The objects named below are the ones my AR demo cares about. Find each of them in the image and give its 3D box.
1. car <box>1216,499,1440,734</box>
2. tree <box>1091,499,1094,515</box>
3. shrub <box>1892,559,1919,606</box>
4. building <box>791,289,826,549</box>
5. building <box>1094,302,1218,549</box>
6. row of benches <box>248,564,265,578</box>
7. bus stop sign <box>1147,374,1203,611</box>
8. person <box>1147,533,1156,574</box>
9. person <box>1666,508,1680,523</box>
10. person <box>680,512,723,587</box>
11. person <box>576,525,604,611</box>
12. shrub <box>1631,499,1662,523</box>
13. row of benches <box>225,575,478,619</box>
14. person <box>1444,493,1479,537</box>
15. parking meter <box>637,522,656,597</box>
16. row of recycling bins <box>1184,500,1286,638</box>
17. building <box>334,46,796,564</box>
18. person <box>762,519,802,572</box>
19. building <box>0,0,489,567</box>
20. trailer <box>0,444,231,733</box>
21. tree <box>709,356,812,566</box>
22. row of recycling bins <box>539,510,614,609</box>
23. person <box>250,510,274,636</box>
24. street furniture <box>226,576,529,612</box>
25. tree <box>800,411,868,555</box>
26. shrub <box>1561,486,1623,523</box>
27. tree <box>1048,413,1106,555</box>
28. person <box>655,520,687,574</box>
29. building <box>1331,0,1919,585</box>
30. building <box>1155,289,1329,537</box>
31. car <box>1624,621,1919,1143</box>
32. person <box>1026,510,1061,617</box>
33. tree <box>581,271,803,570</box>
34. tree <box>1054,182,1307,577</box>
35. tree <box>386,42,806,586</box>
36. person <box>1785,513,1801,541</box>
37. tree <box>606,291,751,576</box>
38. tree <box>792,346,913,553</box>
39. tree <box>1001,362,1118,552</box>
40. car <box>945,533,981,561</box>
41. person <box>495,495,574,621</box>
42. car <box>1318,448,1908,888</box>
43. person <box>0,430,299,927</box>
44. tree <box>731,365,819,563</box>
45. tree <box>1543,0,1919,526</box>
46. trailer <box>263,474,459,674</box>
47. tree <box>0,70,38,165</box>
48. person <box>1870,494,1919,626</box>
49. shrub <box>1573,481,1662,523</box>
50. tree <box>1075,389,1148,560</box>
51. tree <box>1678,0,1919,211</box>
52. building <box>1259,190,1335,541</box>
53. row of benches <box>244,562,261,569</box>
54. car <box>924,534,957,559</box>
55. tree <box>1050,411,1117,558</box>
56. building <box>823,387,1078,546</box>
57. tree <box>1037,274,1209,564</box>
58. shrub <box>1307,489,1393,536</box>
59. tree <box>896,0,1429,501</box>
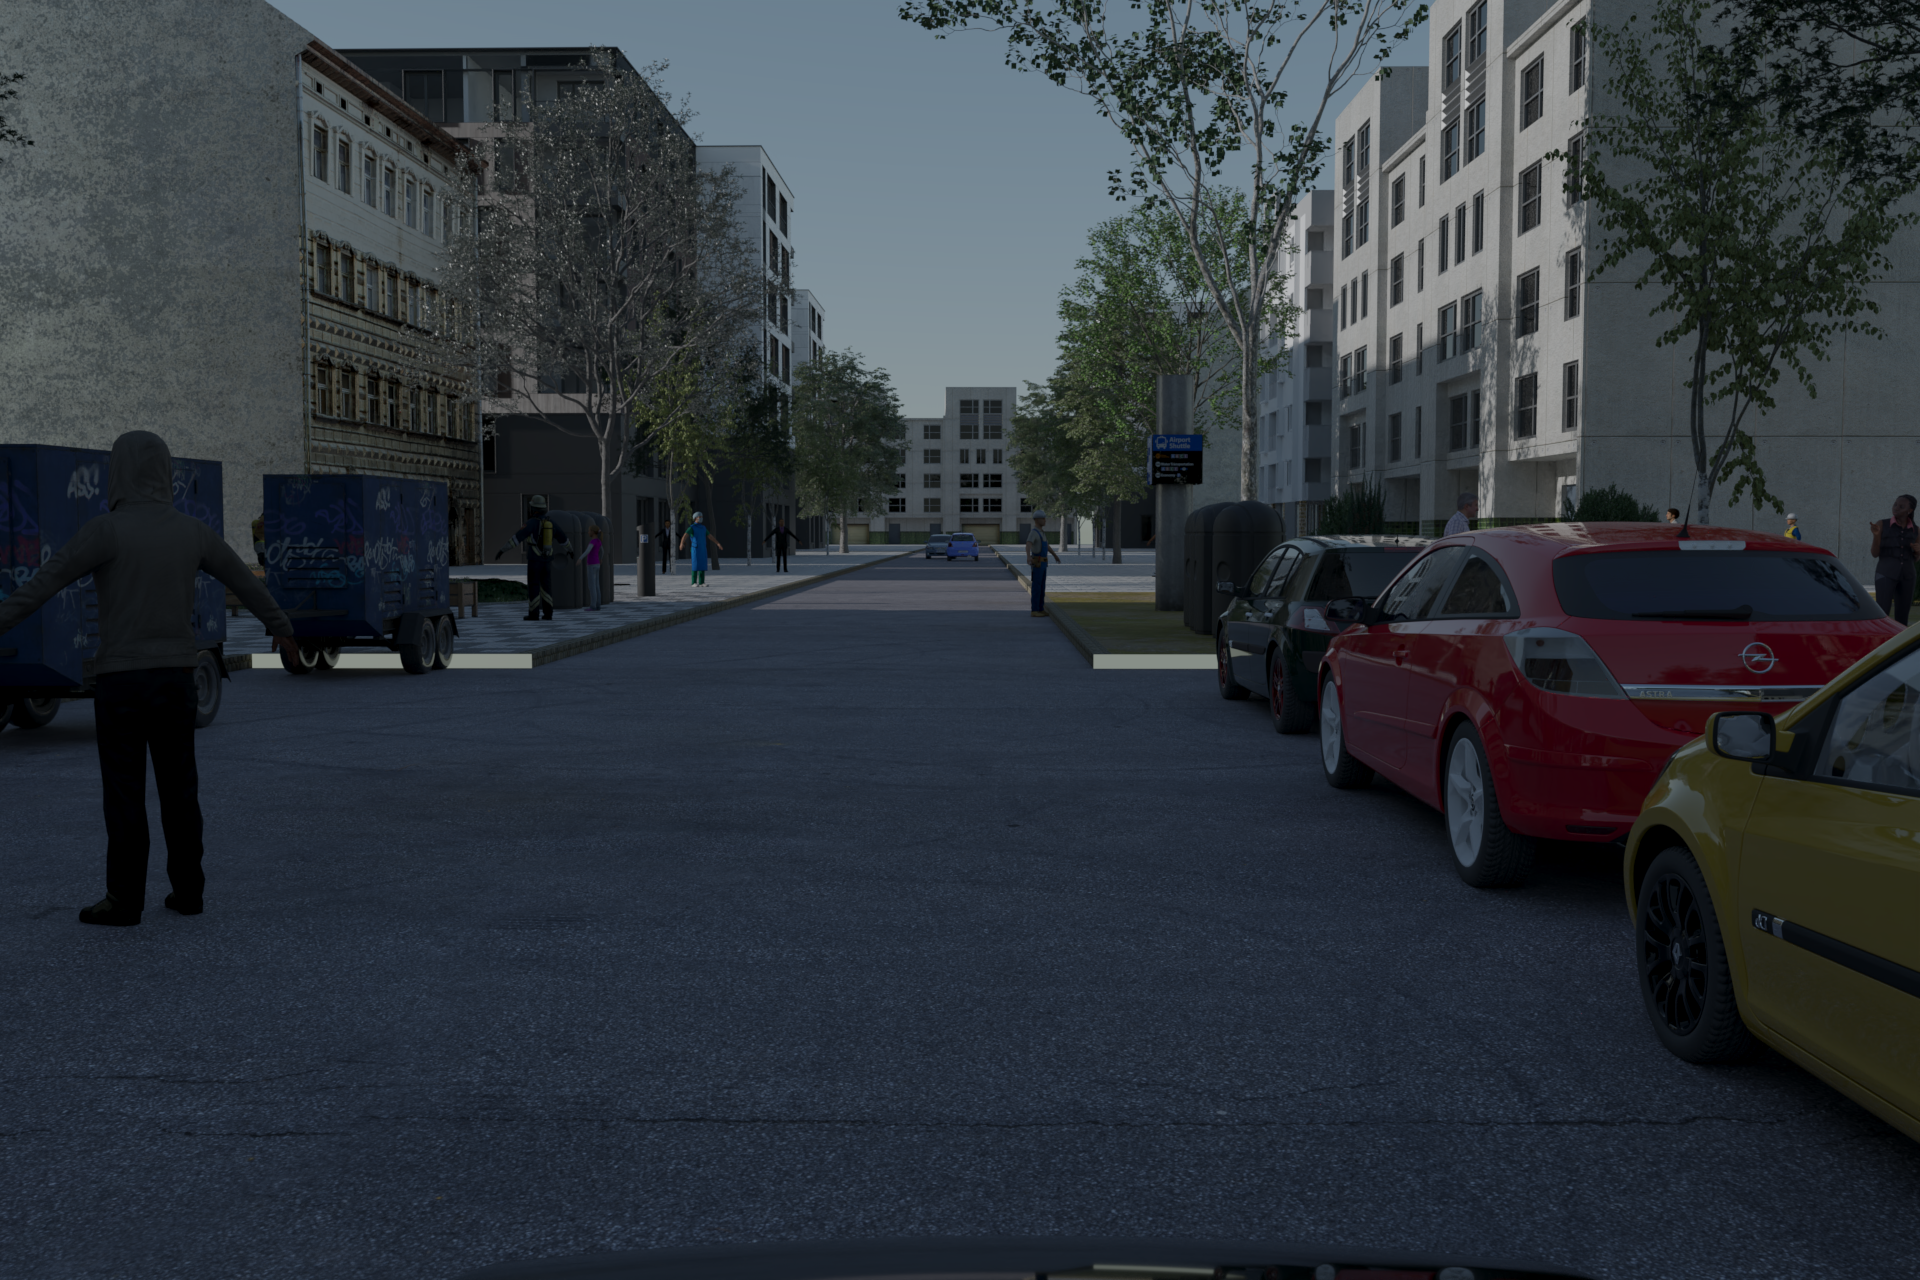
[{"bbox_3d":[3.120,-0.245,13.799,2.009,1.686,4.222,0,4,0],"label":"car"},{"bbox_3d":[18.156,-15.852,209.538,4.360,8.622,3.978,0,3,0],"label":"tree"},{"bbox_3d":[17.059,-1.221,31.073,1.383,1.207,1.383,0,3,0],"label":"shrub"},{"bbox_3d":[-26.593,-18.285,142.931,27.936,21.610,32.646,0,4,1],"label":"building"},{"bbox_3d":[26.827,-19.882,169.038,27.936,21.610,32.646,0,4,0],"label":"building"},{"bbox_3d":[-15.612,-1.273,36.270,4.104,0.672,1.422,1,4,18],"label":"row of benches"},{"bbox_3d":[3.581,-2.440,28.917,0.837,3.901,0.837,0,4,1],"label":"bus stop sign"},{"bbox_3d":[6.428,-3.008,55.328,0.704,1.843,1.345,-2,4,-28],"label":"person"},{"bbox_3d":[14.478,-1.779,35.279,0.705,1.806,1.347,1,4,16],"label":"person"},{"bbox_3d":[-6.334,-2.201,42.106,0.704,1.817,1.347,3,5,39],"label":"person"},{"bbox_3d":[-6.150,-1.196,28.816,0.599,1.433,0.991,1,4,10],"label":"person"},{"bbox_3d":[12.368,-1.689,32.033,1.690,2.028,1.600,0,3,0],"label":"shrub"},{"bbox_3d":[-9.536,-0.685,26.660,4.104,0.672,1.422,0,4,5],"label":"row of benches"},{"bbox_3d":[5.228,-0.670,17.935,0.436,1.711,0.756,2,4,28],"label":"person"},{"bbox_3d":[-6.465,-1.667,35.672,0.372,1.533,0.369,0,3,0],"label":"parking meter"},{"bbox_3d":[3.510,-0.950,22.650,1.069,1.692,3.534,0,3,0],"label":"row of recycling bins"},{"bbox_3d":[-24.420,-15.022,89.584,27.936,21.610,32.646,0,4,2],"label":"building"},{"bbox_3d":[-5.974,-3.172,58.091,1.346,1.802,0.704,-1,4,-14],"label":"person"},{"bbox_3d":[-29.113,-14.131,61.975,19.493,23.208,18.063,0,4,1],"label":"building"},{"bbox_3d":[-6.294,-0.286,11.727,1.471,1.999,3.904,0,4,1],"label":"trailer"},{"bbox_3d":[-8.370,-7.314,69.945,4.737,8.622,4.395,0,3,0],"label":"tree"},{"bbox_3d":[-6.890,-1.470,31.143,1.069,1.692,3.534,0,3,0],"label":"row of recycling bins"},{"bbox_3d":[-8.610,-0.985,21.870,0.705,1.858,1.354,0,4,1],"label":"person"},{"bbox_3d":[-13.015,-0.954,31.225,10.072,0.657,5.734,0,4,-2],"label":"street furniture"},{"bbox_3d":[-7.713,-9.393,103.936,4.737,8.622,4.395,0,3,0],"label":"tree"},{"bbox_3d":[10.385,-1.488,28.378,1.661,2.075,1.752,0,3,0],"label":"shrub"},{"bbox_3d":[7.240,-9.422,104.405,4.737,8.622,4.395,0,3,0],"label":"tree"},{"bbox_3d":[-9.398,-2.995,55.685,1.216,1.740,0.721,0,4,-5],"label":"person"},{"bbox_3d":[24.116,-11.743,58.454,16.747,18.905,31.486,0,4,1],"label":"building"},{"bbox_3d":[26.379,-19.051,142.409,19.493,23.208,18.063,0,4,1],"label":"building"},{"bbox_3d":[2.770,0.409,3.534,2.015,1.641,3.980,0,4,1],"label":"car"},{"bbox_3d":[1.395,-1.327,30.002,0.705,1.847,1.347,2,4,25],"label":"person"},{"bbox_3d":[-9.013,-7.784,61.673,7.601,10.594,8.767,2,4,26],"label":"tree"},{"bbox_3d":[6.457,-7.674,51.225,9.928,11.665,9.643,0,3,0],"label":"tree"},{"bbox_3d":[-8.743,-8.108,42.930,12.009,13.543,11.850,0,3,0],"label":"tree"},{"bbox_3d":[19.554,-2.108,40.934,0.721,1.772,1.216,0,4,4],"label":"person"},{"bbox_3d":[-8.643,-6.304,53.429,4.737,8.622,4.395,0,3,0],"label":"tree"},{"bbox_3d":[-7.834,-12.789,115.752,9.857,13.997,8.962,0,3,0],"label":"tree"},{"bbox_3d":[7.434,-13.328,124.575,9.857,13.997,8.962,0,3,0],"label":"tree"},{"bbox_3d":[0.157,-5.073,92.528,1.945,1.707,3.694,0,4,0],"label":"car"},{"bbox_3d":[-6.274,-1.222,25.767,0.705,1.856,1.354,3,5,42],"label":"person"},{"bbox_3d":[2.957,0.034,8.484,2.155,1.783,4.494,0,4,1],"label":"car"},{"bbox_3d":[-3.044,0.131,6.448,0.705,1.813,1.348,3,4,38],"label":"person"},{"bbox_3d":[-8.193,-7.664,75.662,4.360,8.622,3.978,0,3,0],"label":"tree"},{"bbox_3d":[9.315,-4.316,20.929,4.737,8.622,4.395,0,3,0],"label":"tree"},{"bbox_3d":[-6.157,-0.626,17.280,1.471,1.999,3.904,0,4,0],"label":"trailer"},{"bbox_3d":[-12.376,-4.882,14.240,8.767,10.594,7.601,-3,4,-37],"label":"tree"},{"bbox_3d":[8.520,-0.506,15.779,0.593,1.643,0.415,-3,4,-38],"label":"person"},{"bbox_3d":[9.696,-1.342,25.986,1.661,2.075,1.752,0,3,0],"label":"shrub"},{"bbox_3d":[6.842,-8.210,84.597,4.360,8.622,3.978,0,3,0],"label":"tree"},{"bbox_3d":[8.740,-4.728,11.716,7.601,10.594,8.767,-3,5,-43],"label":"tree"},{"bbox_3d":[22.022,-14.684,96.498,16.016,20.090,11.380,0,4,1],"label":"building"},{"bbox_3d":[-14.119,-1.393,38.232,4.104,0.672,1.422,0,4,8],"label":"row of benches"},{"bbox_3d":[-1.078,-5.400,100.289,2.014,1.417,4.499,0,4,1],"label":"car"},{"bbox_3d":[7.426,-8.780,93.921,4.360,8.622,3.978,0,3,0],"label":"tree"},{"bbox_3d":[-1.836,-21.148,214.687,31.486,18.905,16.747,0,4,-1],"label":"building"},{"bbox_3d":[7.044,-9.534,74.010,7.486,12.596,7.792,0,3,0],"label":"tree"},{"bbox_3d":[6.300,-1.467,28.407,1.690,2.028,1.600,0,3,0],"label":"shrub"},{"bbox_3d":[5.397,-11.255,39.914,12.611,20.169,13.585,0,3,0],"label":"tree"}]
